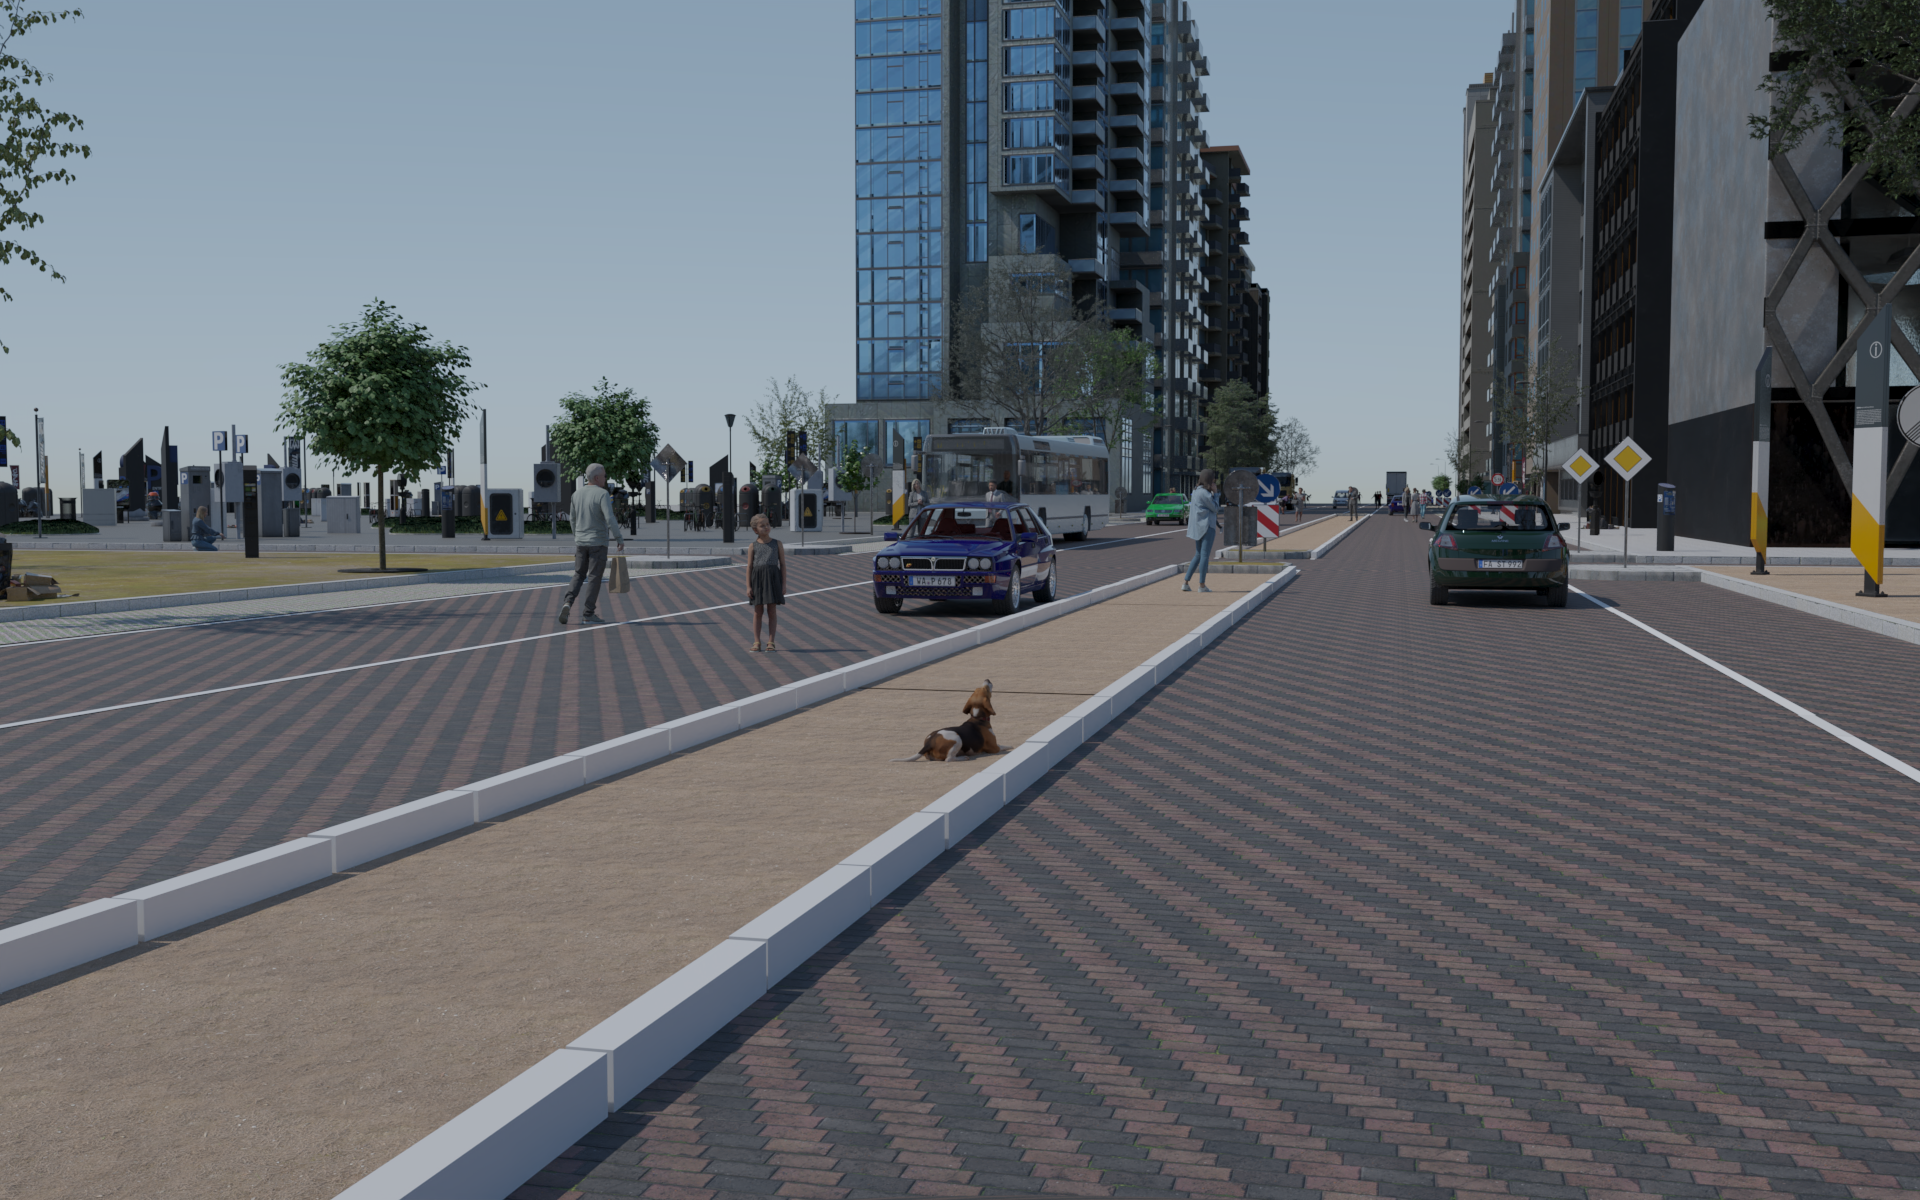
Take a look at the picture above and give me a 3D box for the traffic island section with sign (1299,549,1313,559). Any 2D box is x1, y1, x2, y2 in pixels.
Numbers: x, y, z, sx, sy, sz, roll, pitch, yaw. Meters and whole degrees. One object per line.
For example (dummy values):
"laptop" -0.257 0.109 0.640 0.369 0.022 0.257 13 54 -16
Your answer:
"traffic island section with sign" 6.934 -1.890 39.044 2.006 1.907 1.989 1 4 14

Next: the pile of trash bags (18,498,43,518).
"pile of trash bags" -51.576 -5.123 93.520 1.912 1.369 3.447 2 4 30

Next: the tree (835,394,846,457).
"tree" -9.851 -10.259 118.098 4.737 8.622 4.395 0 3 0

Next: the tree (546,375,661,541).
"tree" -9.809 -3.935 48.052 4.285 4.588 4.351 0 3 0

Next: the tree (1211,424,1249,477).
"tree" 28.208 -14.042 179.941 4.360 8.622 3.978 0 3 0

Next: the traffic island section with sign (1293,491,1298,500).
"traffic island section with sign" 47.508 -14.446 244.817 1.989 1.847 2.006 1 4 14

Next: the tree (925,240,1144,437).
"tree" 3.584 -10.588 83.485 12.009 13.543 11.850 0 3 0

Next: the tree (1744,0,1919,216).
"tree" 10.439 -4.882 14.235 7.601 10.594 8.767 -3 5 -43

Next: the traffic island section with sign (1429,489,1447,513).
"traffic island section with sign" 37.564 -7.669 134.018 1.989 1.847 2.006 1 4 14

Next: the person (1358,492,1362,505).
"person" 54.220 -13.831 235.319 0.721 1.739 1.217 -2 4 -35

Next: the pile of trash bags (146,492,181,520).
"pile of trash bags" -40.163 -4.755 87.494 3.447 1.369 1.912 3 5 42

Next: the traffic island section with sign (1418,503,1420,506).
"traffic island section with sign" 57.733 -12.540 213.660 1.989 1.847 2.006 1 4 14

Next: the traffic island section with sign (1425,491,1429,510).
"traffic island section with sign" 44.390 -9.316 160.949 1.989 1.847 2.006 1 4 14

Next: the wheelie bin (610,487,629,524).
"wheelie bin" -14.715 -4.099 74.928 0.693 1.594 0.980 2 4 28

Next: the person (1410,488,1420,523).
"person" 22.905 -4.782 87.262 0.480 1.755 0.524 -1 4 -11

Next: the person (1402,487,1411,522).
"person" 23.318 -4.980 90.108 0.709 1.800 0.728 0 4 -8

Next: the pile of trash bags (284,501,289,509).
"pile of trash bags" -36.731 -5.110 93.308 3.447 1.369 1.912 2 4 31

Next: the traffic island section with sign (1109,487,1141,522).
"traffic island section with sign" 8.381 -5.001 90.387 1.989 1.847 2.006 1 4 14

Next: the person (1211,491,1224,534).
"person" 9.062 -3.293 62.180 0.795 1.843 0.661 -2 4 -25

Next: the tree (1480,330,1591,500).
"tree" 25.805 -7.765 77.326 4.360 8.622 3.978 0 3 0

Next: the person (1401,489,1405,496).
"person" 34.457 -7.717 134.537 0.709 1.838 0.599 -1 4 -15

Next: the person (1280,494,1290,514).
"person" 22.787 -6.706 121.376 0.697 1.427 0.421 0 4 6

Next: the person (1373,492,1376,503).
"person" 63.721 -15.711 265.396 0.705 1.821 1.348 -2 4 -28

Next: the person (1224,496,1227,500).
"person" 22.520 -8.199 145.743 0.628 1.438 0.799 1 4 15

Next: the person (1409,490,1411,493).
"person" 45.266 -10.140 174.295 1.348 1.824 0.705 3 5 44

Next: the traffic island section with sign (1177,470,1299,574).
"traffic island section with sign" 5.106 -1.451 31.865 2.006 1.907 1.989 1 4 14

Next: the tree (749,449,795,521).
"tree" -8.315 -4.890 74.548 1.663 3.219 1.824 0 3 0

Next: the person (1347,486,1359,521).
"person" 20.562 -5.038 90.673 0.655 1.846 0.447 3 5 41

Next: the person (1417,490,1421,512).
"person" 37.569 -8.119 141.688 0.683 1.767 0.568 -1 4 -10

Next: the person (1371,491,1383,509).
"person" 39.442 -9.442 163.700 1.217 1.723 0.721 2 4 31

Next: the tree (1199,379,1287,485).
"tree" 30.622 -17.231 188.384 9.857 13.997 8.962 0 3 0

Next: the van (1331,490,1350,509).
"van" 37.545 -9.978 170.158 2.013 2.044 4.112 1 4 15

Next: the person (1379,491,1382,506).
"person" 49.926 -12.085 206.019 0.705 1.831 1.348 -1 4 -15

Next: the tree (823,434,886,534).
"tree" -3.456 -3.726 55.525 1.663 3.219 1.824 0 3 0

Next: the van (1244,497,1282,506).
"van" 13.877 -4.464 80.004 2.013 2.044 4.112 1 4 12

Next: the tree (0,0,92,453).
"tree" -11.642 -4.211 19.207 4.737 8.622 4.395 0 3 0

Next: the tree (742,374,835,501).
"tree" -10.846 -9.489 105.514 4.737 8.622 4.395 0 3 0

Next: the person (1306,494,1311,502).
"person" 49.178 -14.208 243.987 0.799 1.438 0.628 1 4 12

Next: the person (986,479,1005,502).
"person" 0.849 -2.047 42.248 0.678 1.792 0.850 2 4 34

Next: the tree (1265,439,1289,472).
"tree" 40.215 -16.715 223.653 4.737 8.622 4.395 0 3 0

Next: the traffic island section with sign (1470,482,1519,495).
"traffic island section with sign" 18.683 -3.110 59.473 1.989 1.847 2.006 1 4 14

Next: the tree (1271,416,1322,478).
"tree" 51.327 -21.986 269.834 12.009 13.543 11.850 0 3 0

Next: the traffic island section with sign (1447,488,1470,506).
"traffic island section with sign" 25.441 -4.741 86.147 1.989 1.847 2.006 1 4 14

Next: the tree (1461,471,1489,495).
"tree" 40.467 -8.591 135.066 1.663 3.219 1.824 0 3 0

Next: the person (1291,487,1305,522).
"person" 17.469 -4.934 89.528 0.716 1.782 0.532 1 4 15

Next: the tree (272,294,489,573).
"tree" -9.499 -2.748 28.642 4.285 4.588 4.351 0 3 0

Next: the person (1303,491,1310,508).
"person" 36.341 -10.663 182.925 1.350 1.814 0.705 0 4 7

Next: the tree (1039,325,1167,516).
"tree" 8.578 -10.866 103.419 9.928 11.665 9.643 0 3 0

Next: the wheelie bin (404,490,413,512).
"wheelie bin" -40.055 -7.194 125.524 0.693 1.594 0.980 1 4 9

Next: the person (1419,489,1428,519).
"person" 26.846 -5.571 100.417 0.563 1.720 0.643 3 5 45

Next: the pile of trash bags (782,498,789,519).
"pile of trash bags" -8.678 -4.789 88.055 1.912 1.369 3.447 1 4 22

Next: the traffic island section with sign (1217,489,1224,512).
"traffic island section with sign" 20.619 -7.953 138.660 1.989 1.847 2.006 1 4 14

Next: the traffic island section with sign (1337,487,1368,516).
"traffic island section with sign" 25.378 -6.346 111.892 2.006 1.907 1.989 1 4 14
